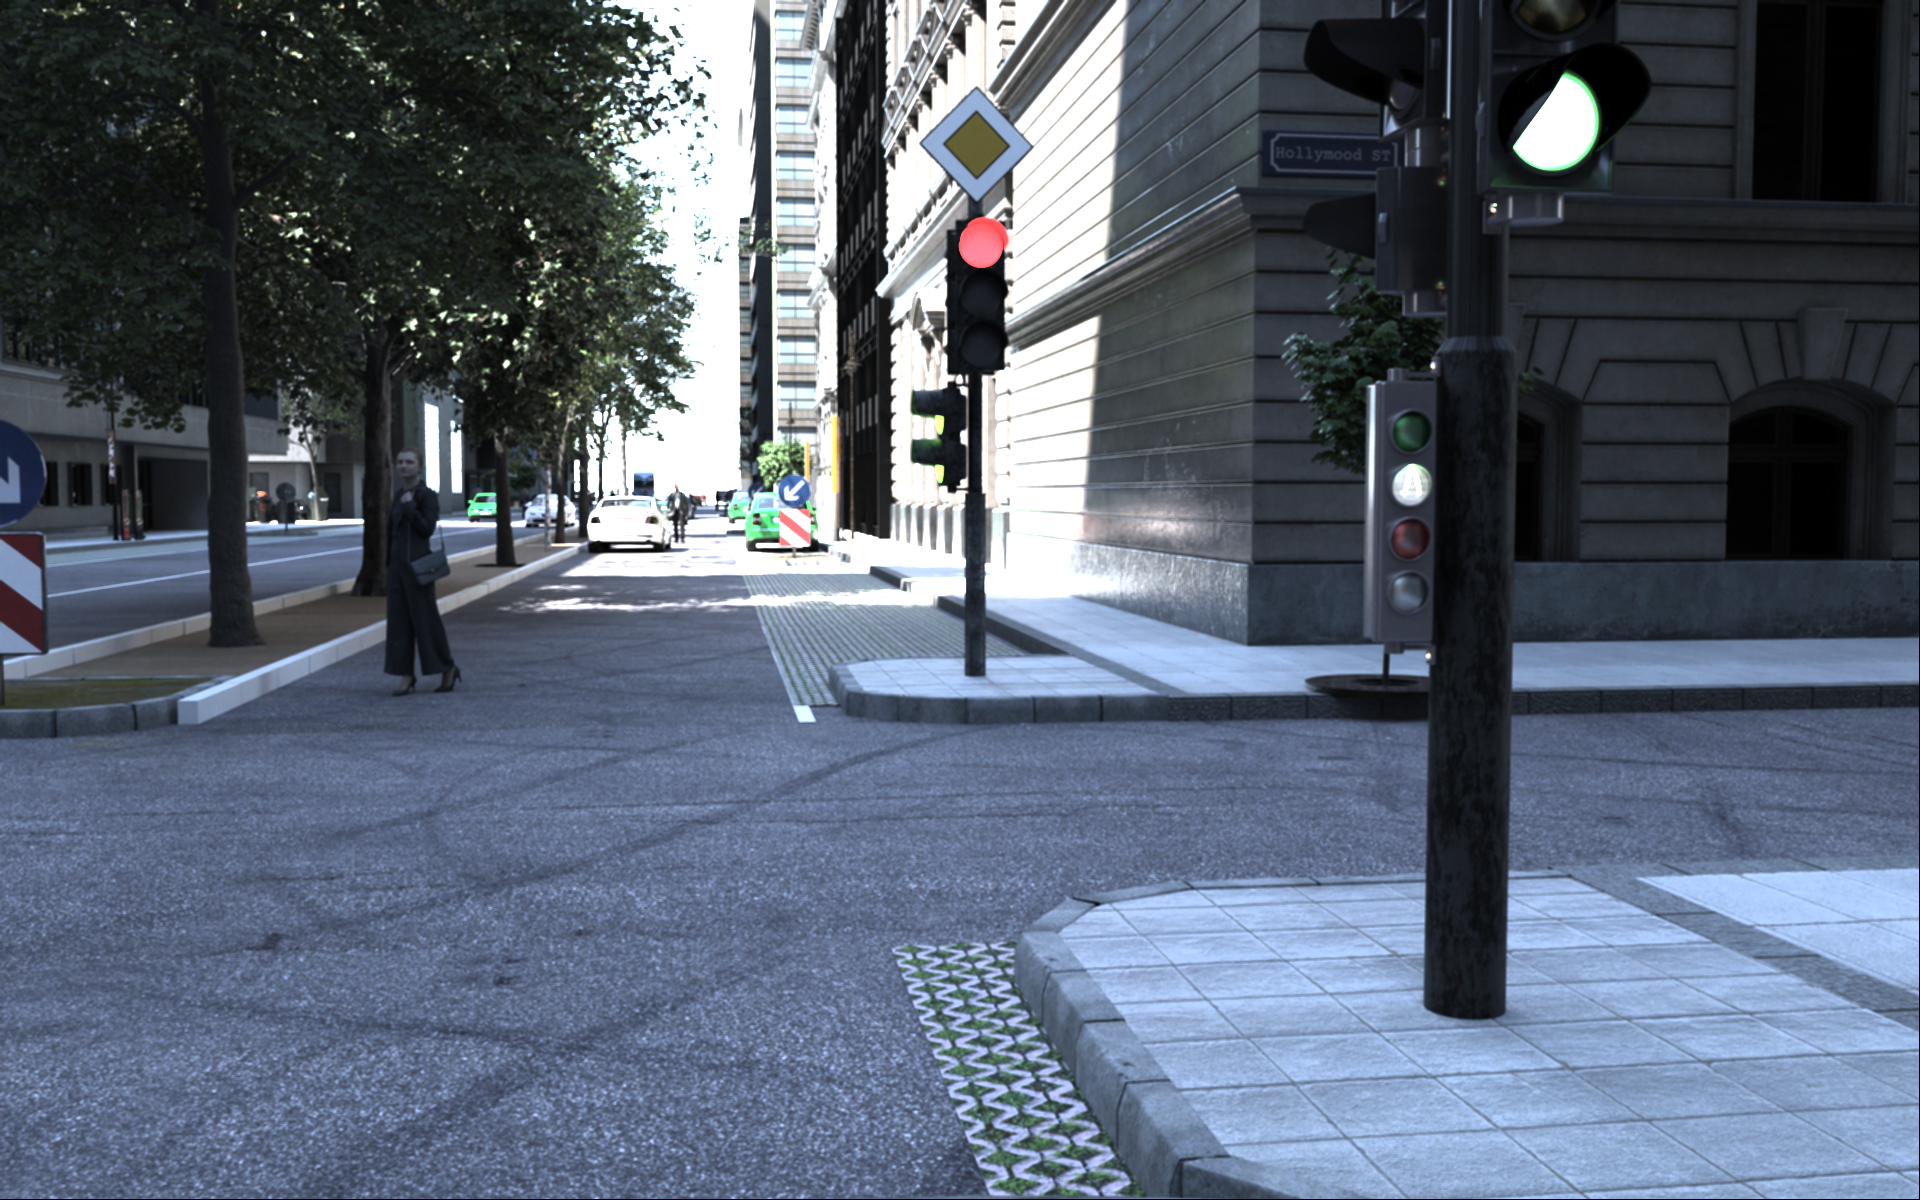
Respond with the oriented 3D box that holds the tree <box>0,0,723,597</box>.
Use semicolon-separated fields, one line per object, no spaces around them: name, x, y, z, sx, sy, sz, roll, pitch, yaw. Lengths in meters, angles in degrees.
tree;-8.160;-6.394;24.000;9.611;12.733;9.660;0;3;0

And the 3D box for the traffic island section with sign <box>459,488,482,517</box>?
traffic island section with sign;-30.129;-6.081;108.050;1.989;1.847;2.006;-1;4;-8

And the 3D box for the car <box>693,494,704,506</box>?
car;-31.280;-11.884;204.519;2.015;1.641;3.980;0;4;-7

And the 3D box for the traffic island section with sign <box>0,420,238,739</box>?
traffic island section with sign;-5.916;-0.177;11.038;2.006;1.907;1.989;-1;4;-8

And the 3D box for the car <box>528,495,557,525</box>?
car;-19.593;-4.332;82.827;2.014;1.417;4.499;-1;4;-10

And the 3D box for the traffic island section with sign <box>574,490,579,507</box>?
traffic island section with sign;-42.069;-11.135;190.678;1.989;1.847;2.006;-1;4;-8

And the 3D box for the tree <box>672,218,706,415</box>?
tree;-12.170;-8.291;56.139;7.486;12.596;7.792;0;3;0

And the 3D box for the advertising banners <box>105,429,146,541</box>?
advertising banners;-22.848;-3.132;47.403;0.090;3.025;2.074;0;4;0

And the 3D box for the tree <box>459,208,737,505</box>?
tree;-13.725;-9.357;65.817;12.009;13.543;11.850;0;3;0

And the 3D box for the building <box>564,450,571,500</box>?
building;-52.956;-26.233;200.614;14.160;30.474;14.107;-1;4;-8

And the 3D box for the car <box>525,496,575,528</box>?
car;-17.916;-3.881;75.816;2.083;1.381;4.827;0;4;-8

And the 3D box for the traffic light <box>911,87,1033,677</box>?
traffic light;0.088;-1.420;12.130;0.839;4.253;0.868;-1;4;-8

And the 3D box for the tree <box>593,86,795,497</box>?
tree;-14.246;-13.495;78.996;12.611;20.169;13.585;0;3;0

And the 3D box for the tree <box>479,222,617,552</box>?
tree;-10.192;-5.486;42.514;4.737;8.622;4.395;0;3;0

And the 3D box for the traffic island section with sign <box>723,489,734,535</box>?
traffic island section with sign;-7.326;-3.237;61.549;1.989;1.847;2.006;-1;4;-8

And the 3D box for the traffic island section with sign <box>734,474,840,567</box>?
traffic island section with sign;-3.478;-1.605;34.868;1.989;1.847;2.006;-1;4;-8

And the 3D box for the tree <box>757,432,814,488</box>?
tree;-9.197;-6.605;91.704;4.285;4.588;4.351;0;3;0

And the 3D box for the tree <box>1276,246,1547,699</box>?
tree;2.924;-1.018;11.239;1.663;3.219;1.824;0;3;0

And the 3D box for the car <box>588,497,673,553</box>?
car;-8.339;-1.927;43.873;2.083;1.381;4.827;0;4;-6

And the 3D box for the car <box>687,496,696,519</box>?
car;-16.516;-5.459;101.839;1.945;1.354;3.894;0;4;-7

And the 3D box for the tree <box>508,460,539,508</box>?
tree;-40.388;-10.743;159.363;4.285;4.588;4.351;0;3;0

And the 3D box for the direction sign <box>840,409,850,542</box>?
direction sign;-3.144;-3.326;46.378;0.379;3.537;0.876;0;4;2

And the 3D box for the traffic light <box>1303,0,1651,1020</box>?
traffic light;-0.828;-1.781;3.788;4.771;5.953;1.251;-1;4;-8

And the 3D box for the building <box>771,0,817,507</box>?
building;-4.171;-25.643;102.850;14.154;41.232;14.086;-1;4;-8

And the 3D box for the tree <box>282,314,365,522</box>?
tree;-29.216;-8.792;78.160;7.601;10.594;8.767;2;4;35

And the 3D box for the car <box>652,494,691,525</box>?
car;-13.684;-4.232;80.985;2.131;1.459;4.920;0;4;-7

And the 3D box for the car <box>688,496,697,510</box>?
car;-24.408;-8.670;154.337;1.945;1.354;3.894;0;4;-7

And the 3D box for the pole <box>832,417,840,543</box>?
pole;-3.272;-3.171;45.687;0.158;3.312;0.155;0;3;0

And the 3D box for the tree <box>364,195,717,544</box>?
tree;-11.362;-6.834;48.608;8.767;10.594;7.601;-1;4;-8

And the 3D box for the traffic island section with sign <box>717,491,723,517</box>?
traffic island section with sign;-14.375;-6.223;110.378;1.989;1.847;2.006;-1;4;-8

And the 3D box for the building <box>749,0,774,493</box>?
building;-7.450;-32.320;152.135;21.300;48.544;21.600;-1;4;-8

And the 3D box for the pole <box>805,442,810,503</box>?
pole;-5.931;-4.491;67.277;0.158;3.312;0.155;0;3;0

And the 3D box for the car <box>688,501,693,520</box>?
car;-15.761;-5.112;95.583;2.014;1.417;4.499;0;4;-7

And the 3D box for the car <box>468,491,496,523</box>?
car;-23.993;-4.865;88.331;1.959;1.807;4.718;-1;4;-10

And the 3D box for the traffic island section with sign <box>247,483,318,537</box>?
traffic island section with sign;-23.044;-3.084;59.048;1.989;1.847;2.006;-1;4;-8

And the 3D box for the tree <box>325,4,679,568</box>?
tree;-9.070;-6.461;33.855;9.928;11.665;9.643;0;3;0

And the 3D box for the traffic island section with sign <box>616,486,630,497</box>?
traffic island section with sign;-16.665;-4.726;85.406;2.006;1.907;1.989;-1;4;-8

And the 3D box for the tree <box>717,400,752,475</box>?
tree;-20.071;-14.429;170.332;8.767;10.594;7.601;-2;4;-28

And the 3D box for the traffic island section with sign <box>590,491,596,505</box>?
traffic island section with sign;-45.908;-12.767;217.359;1.989;1.847;2.006;-1;4;-8

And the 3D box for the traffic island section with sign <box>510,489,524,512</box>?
traffic island section with sign;-34.005;-7.721;134.873;1.989;1.847;2.006;-1;4;-8

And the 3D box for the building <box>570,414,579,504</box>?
building;-59.828;-34.645;221.069;22.147;44.769;28.867;-1;4;-8

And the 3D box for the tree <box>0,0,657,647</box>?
tree;-6.664;-5.805;15.498;7.486;12.596;7.792;0;3;0

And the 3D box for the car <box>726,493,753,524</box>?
car;-10.186;-4.538;83.000;1.959;1.807;4.718;-1;4;-10

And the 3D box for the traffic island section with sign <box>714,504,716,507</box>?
traffic island section with sign;-18.292;-7.879;137.448;1.989;1.847;2.006;-1;4;-8

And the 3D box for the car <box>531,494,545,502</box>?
car;-35.414;-8.343;146.195;2.009;1.686;4.222;-1;4;-8

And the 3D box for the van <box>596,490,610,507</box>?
van;-37.197;-10.665;181.382;2.013;2.044;4.112;-1;4;-10

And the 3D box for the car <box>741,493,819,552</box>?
car;-4.552;-2.145;43.865;1.959;1.807;4.718;0;4;-8

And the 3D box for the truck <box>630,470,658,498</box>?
truck;-35.787;-12.708;197.532;2.967;4.110;18.799;-1;4;-8

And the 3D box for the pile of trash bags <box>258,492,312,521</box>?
pile of trash bags;-32.276;-4.426;82.115;1.912;1.369;3.447;1;4;9

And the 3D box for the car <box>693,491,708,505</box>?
car;-33.981;-13.293;226.011;2.281;1.827;5.304;-1;4;-8
